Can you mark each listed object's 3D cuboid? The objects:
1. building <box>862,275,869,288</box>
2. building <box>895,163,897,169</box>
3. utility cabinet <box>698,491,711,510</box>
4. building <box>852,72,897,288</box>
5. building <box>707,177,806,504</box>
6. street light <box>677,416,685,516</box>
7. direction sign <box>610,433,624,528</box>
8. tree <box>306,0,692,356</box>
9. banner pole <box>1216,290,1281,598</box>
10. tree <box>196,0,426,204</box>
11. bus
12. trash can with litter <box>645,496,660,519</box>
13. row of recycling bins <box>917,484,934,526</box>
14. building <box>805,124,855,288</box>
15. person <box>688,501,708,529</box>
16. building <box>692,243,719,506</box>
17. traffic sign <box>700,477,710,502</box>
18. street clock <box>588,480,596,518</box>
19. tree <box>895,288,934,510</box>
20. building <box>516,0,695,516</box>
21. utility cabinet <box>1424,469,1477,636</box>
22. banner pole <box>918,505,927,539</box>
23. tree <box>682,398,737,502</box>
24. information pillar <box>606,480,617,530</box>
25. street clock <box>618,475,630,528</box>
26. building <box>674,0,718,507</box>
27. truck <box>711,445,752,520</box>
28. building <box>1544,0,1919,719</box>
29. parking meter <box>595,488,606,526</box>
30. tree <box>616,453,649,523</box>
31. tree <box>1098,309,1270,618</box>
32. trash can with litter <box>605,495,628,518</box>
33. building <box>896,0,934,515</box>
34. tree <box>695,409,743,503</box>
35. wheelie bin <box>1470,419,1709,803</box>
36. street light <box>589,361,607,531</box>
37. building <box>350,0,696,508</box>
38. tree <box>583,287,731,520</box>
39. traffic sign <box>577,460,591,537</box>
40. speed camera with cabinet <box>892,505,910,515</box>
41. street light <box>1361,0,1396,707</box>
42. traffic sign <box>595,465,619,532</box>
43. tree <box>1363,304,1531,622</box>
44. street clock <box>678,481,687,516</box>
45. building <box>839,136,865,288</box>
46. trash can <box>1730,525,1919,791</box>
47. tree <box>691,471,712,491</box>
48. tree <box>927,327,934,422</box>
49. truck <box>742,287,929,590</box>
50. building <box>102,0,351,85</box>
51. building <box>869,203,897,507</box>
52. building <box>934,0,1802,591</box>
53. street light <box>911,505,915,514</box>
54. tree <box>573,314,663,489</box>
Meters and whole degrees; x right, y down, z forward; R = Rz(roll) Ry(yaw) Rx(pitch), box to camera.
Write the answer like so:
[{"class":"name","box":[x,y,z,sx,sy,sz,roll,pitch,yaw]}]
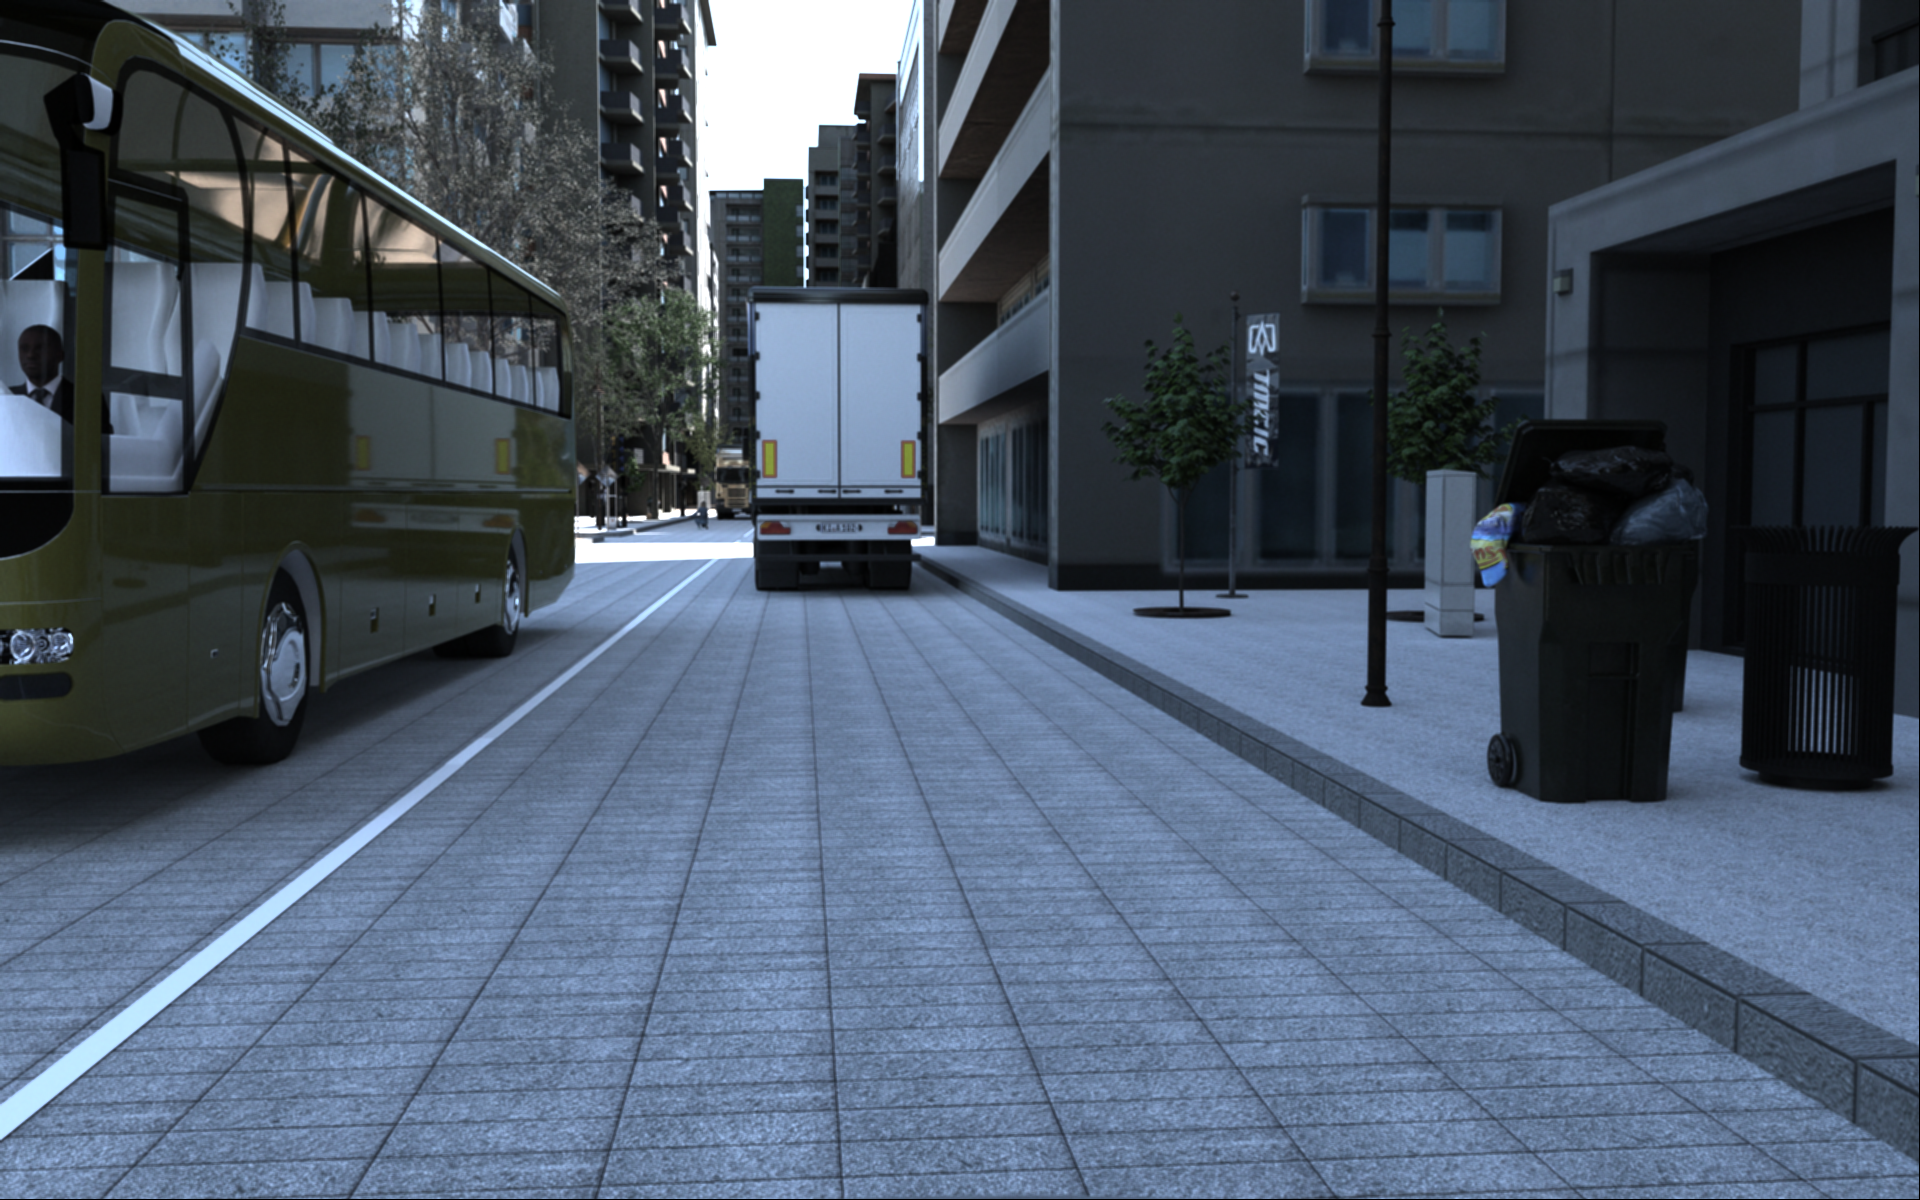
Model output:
[{"class":"building","box":[5.016,-18.788,152.228,27.650,21.520,28.899,0,4,-5]},{"class":"building","box":[3.501,-19.593,107.729,14.401,28.519,23.554,0,4,-5]},{"class":"utility cabinet","box":[-19.819,-7.671,134.100,1.173,1.500,0.318,3,5,39]},{"class":"building","box":[0.091,-32.136,180.055,22.147,44.769,28.867,0,4,-5]},{"class":"building","box":[-27.126,-33.170,225.916,14.086,41.232,14.154,0,4,-5]},{"class":"street light","box":[-16.298,-7.846,101.068,0.468,5.910,1.993,0,4,-5]},{"class":"direction sign","box":[-12.830,-4.457,64.874,0.379,3.537,0.876,1,4,23]},{"class":"tree","box":[-11.683,-8.009,41.312,12.009,13.543,11.850,0,3,0]},{"class":"banner pole","box":[3.553,-1.909,21.224,0.863,3.779,0.401,3,5,40]},{"class":"tree","box":[-9.409,-4.564,24.991,4.360,8.622,3.978,0,3,0]},{"class":"bus","box":[-4.983,-1.272,12.346,2.896,3.916,12.252,0,4,-3]},{"class":"trash can with litter","box":[-15.530,-4.653,87.461,0.624,1.170,1.055,0,4,1]},{"class":"row of recycling bins","box":[-1.267,-3.971,72.037,1.069,1.692,3.534,0,4,0]},{"class":"building","box":[-9.686,-37.134,230.840,21.600,48.544,21.300,0,4,-5]},{"class":"person","box":[-10.617,-3.459,70.558,1.012,1.151,0.738,-2,4,-29]},{"class":"building","box":[-34.923,-26.179,199.734,14.107,30.474,14.160,0,4,-5]},{"class":"traffic sign","box":[-18.470,-7.669,125.500,0.768,2.556,0.104,0,4,2]},{"class":"street clock","box":[-19.436,-5.318,91.511,0.358,2.002,0.471,-2,4,-32]},{"class":"tree","box":[-2.273,-6.868,62.649,4.360,8.622,3.978,0,3,0]},{"class":"building","box":[-28.781,-27.917,111.069,22.147,44.769,28.867,0,4,-5]},{"class":"utility cabinet","box":[4.512,-0.443,15.928,0.318,1.500,1.173,1,4,8]},{"class":"banner pole","box":[-1.125,-3.602,48.917,0.401,3.779,0.863,0,4,-5]},{"class":"tree","box":[-19.251,-11.014,130.441,4.737,8.622,4.395,0,3,0]},{"class":"information pillar","box":[-12.535,-3.533,62.258,0.304,2.012,0.304,-2,4,-26]},{"class":"street clock","box":[-12.871,-3.779,66.362,0.471,2.002,0.358,0,4,-8]},{"class":"building","box":[-39.492,-35.902,176.230,28.713,52.752,27.495,0,4,-5]},{"class":"truck","box":[-12.730,-6.820,100.416,2.839,4.237,11.283,0,4,-5]},{"class":"building","box":[16.114,-34.570,3.475,20.563,71.187,20.611,0,4,-5]},{"class":"parking meter","box":[-14.317,-3.701,68.929,0.372,1.533,0.369,0,3,0]},{"class":"tree","box":[-14.722,-5.099,77.976,1.663,3.219,1.824,0,3,0]},{"class":"tree","box":[2.229,-1.452,18.349,1.663,3.219,1.824,0,3,0]},{"class":"trash can with litter","box":[-19.071,-5.123,94.813,2.233,1.210,1.678,0,4,-3]},{"class":"building","box":[3.454,-16.386,85.937,12.078,24.808,19.932,0,4,-5]},{"class":"tree","box":[-20.984,-12.250,150.644,4.360,8.622,3.978,0,3,0]},{"class":"wheelie bin","box":[2.707,0.032,7.388,0.980,1.594,0.693,0,4,-4]},{"class":"street light","box":[-12.594,-5.359,60.399,0.468,5.910,1.993,0,4,-5]},{"class":"building","box":[-35.164,-32.261,147.075,23.786,49.044,30.456,0,4,-5]},{"class":"tree","box":[-14.928,-9.765,85.412,9.928,11.665,9.643,0,3,0]},{"class":"traffic sign","box":[-11.316,-2.912,51.259,0.795,2.450,0.064,0,4,-5]},{"class":"speed camera with cabinet","box":[-2.782,-5.359,81.953,0.660,3.252,2.038,-1,4,-14]},{"class":"street light","box":[2.529,-2.297,10.345,0.468,5.910,1.993,0,4,-5]},{"class":"traffic sign","box":[-12.057,-3.399,59.210,0.795,2.450,0.064,0,4,-5]},{"class":"tree","box":[4.980,-1.412,17.694,1.663,3.219,1.824,0,3,0]},{"class":"street clock","box":[-15.888,-5.790,99.240,0.471,2.002,0.358,2,4,28]},{"class":"building","box":[-7.032,-31.668,201.372,14.154,41.232,14.086,0,4,-5]},{"class":"trash can","box":[3.805,0.243,7.677,0.748,1.137,0.748,0,3,0]},{"class":"tree","box":[-20.351,-8.771,138.003,1.663,3.219,1.824,0,3,0]},{"class":"tree","box":[-2.521,-7.251,68.924,4.737,8.622,4.395,0,3,0]},{"class":"truck","box":[-2.285,-2.460,29.134,2.839,4.237,11.283,0,4,-7]},{"class":"building","box":[-30.511,-27.732,73.025,23.786,49.044,30.456,0,4,-5]},{"class":"building","box":[-0.231,-18.240,127.898,12.332,23.373,15.834,0,4,-5]},{"class":"building","box":[10.925,-25.025,32.861,21.300,48.544,21.600,0,4,-5]},{"class":"street light","box":[-1.386,-4.791,51.120,0.468,5.910,1.993,0,4,-5]},{"class":"tree","box":[-14.544,-7.352,70.560,4.360,8.622,3.978,0,3,0]}]
